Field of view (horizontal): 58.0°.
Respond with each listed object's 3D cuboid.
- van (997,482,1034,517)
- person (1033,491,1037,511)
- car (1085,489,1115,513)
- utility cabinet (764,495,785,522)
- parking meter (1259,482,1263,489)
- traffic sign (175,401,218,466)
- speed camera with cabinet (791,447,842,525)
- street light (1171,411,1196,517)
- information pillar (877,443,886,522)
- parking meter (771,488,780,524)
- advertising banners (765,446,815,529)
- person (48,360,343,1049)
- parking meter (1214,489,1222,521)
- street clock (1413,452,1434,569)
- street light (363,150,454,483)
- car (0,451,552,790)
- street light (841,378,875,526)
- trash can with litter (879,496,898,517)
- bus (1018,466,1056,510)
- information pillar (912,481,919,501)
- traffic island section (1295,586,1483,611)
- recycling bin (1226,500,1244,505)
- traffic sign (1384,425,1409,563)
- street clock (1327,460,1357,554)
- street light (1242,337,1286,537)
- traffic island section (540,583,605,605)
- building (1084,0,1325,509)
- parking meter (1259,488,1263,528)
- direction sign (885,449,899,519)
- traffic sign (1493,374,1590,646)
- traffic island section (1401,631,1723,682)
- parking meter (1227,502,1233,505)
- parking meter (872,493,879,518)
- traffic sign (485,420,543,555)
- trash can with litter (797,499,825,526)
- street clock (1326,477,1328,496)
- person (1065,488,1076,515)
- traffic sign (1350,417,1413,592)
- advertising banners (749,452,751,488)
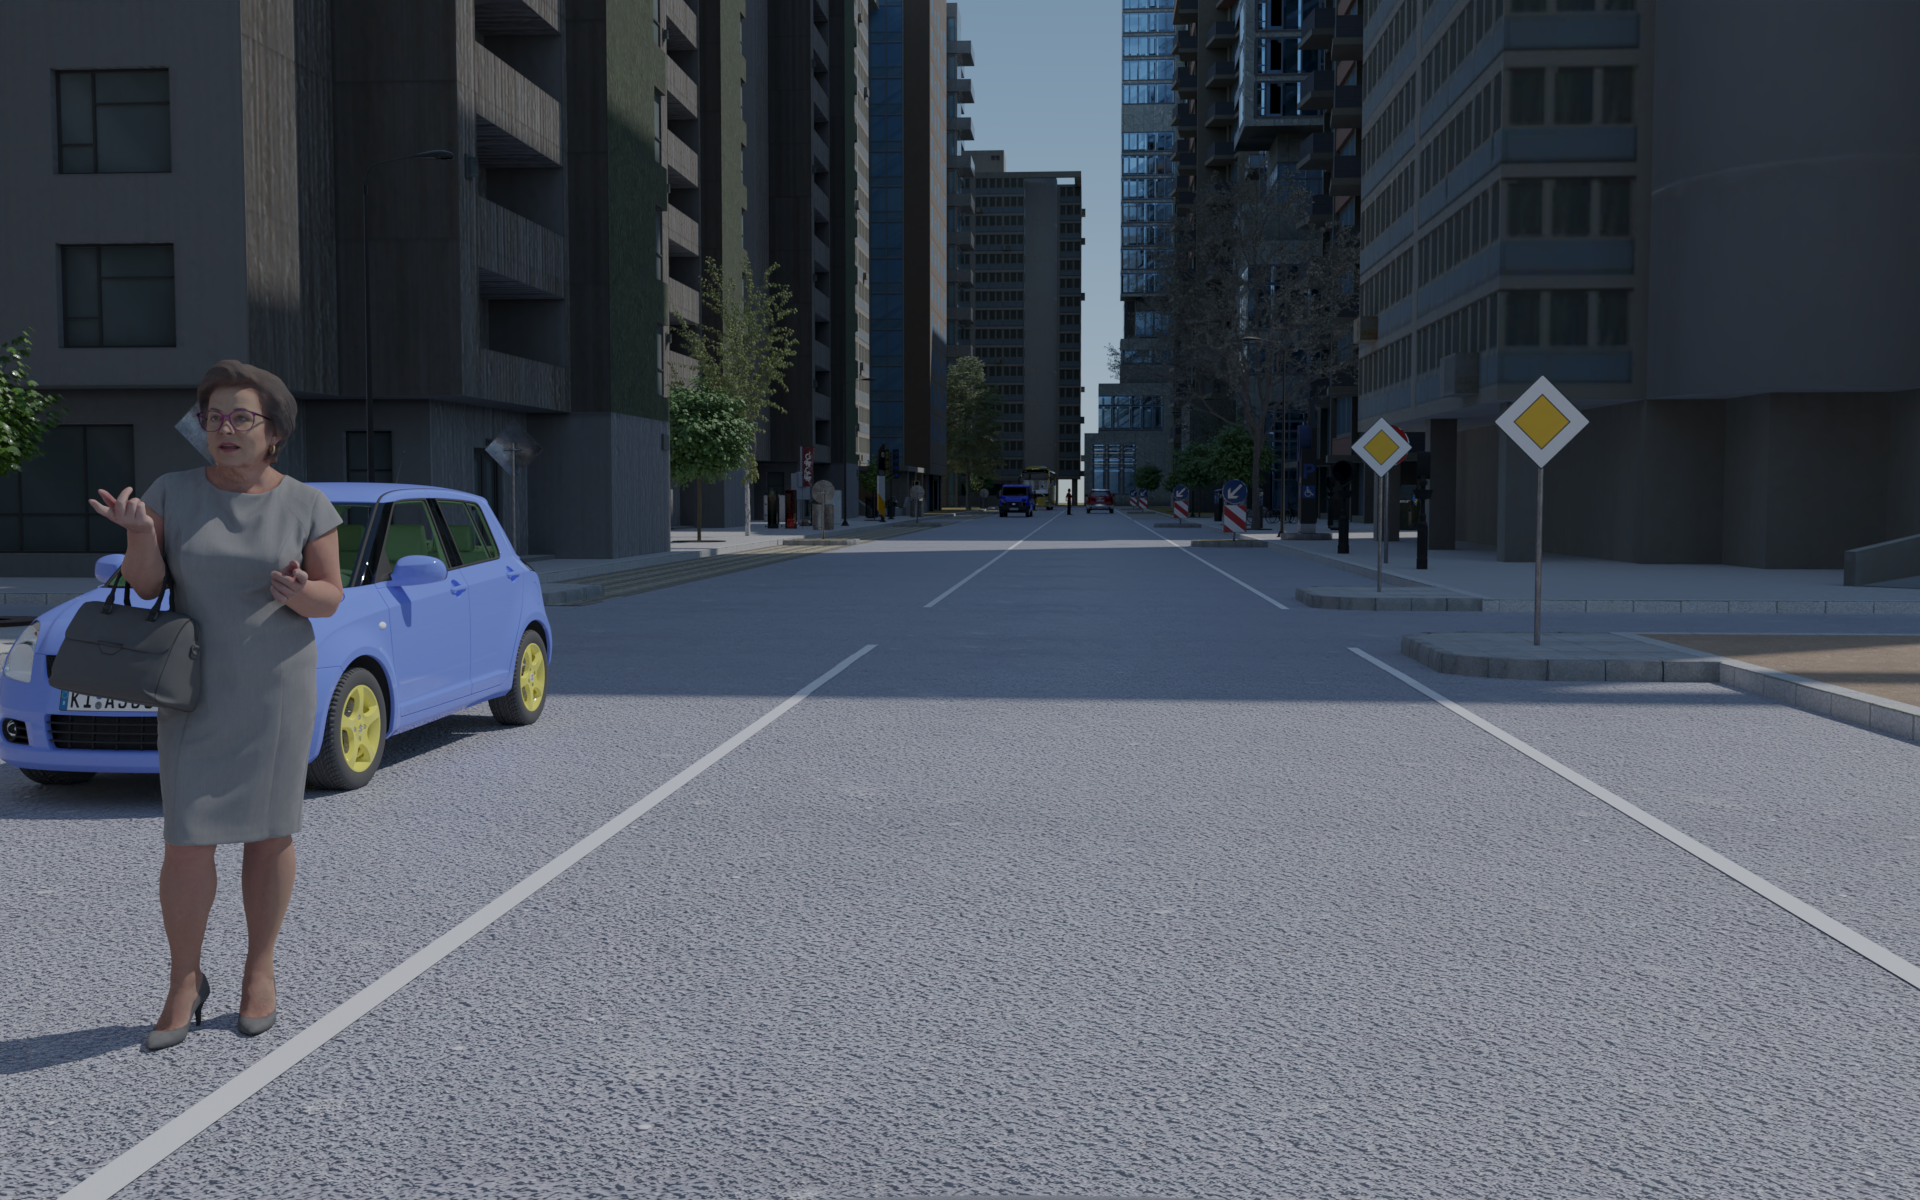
[{"bbox_3d":[3.533,-6.352,108.246,2.240,2.365,5.245,0,4,6],"label":"van"},{"bbox_3d":[6.425,-8.403,146.709,0.721,1.723,1.217,0,4,7],"label":"person"},{"bbox_3d":[10.472,-7.391,129.515,2.281,1.827,5.304,0,4,4],"label":"car"},{"bbox_3d":[-8.444,-4.158,79.146,1.020,1.237,0.306,-1,4,-14],"label":"utility cabinet"},{"bbox_3d":[14.138,-4.642,81.605,0.255,1.863,0.399,0,4,2],"label":"parking meter"},{"bbox_3d":[-6.626,-0.724,15.485,0.795,2.450,0.064,0,4,4],"label":"traffic sign"},{"bbox_3d":[-6.028,-4.791,72.669,2.038,3.252,0.660,-1,4,-21],"label":"speed camera with cabinet"},{"bbox_3d":[12.521,-7.616,97.066,1.470,5.913,1.316,0,4,4],"label":"street light"},{"bbox_3d":[-3.576,-5.343,78.716,0.183,3.616,0.504,2,4,34],"label":"information pillar"},{"bbox_3d":[-7.937,-4.033,74.344,0.372,1.533,0.369,0,3,0],"label":"parking meter"},{"bbox_3d":[-6.277,-4.146,63.973,2.074,3.025,0.090,1,4,23],"label":"advertising banners"},{"bbox_3d":[-1.983,0.266,4.513,0.716,1.782,0.532,-1,4,-17],"label":"person"},{"bbox_3d":[12.098,-4.448,81.129,0.372,1.533,0.369,0,3,0],"label":"parking meter"},{"bbox_3d":[7.887,-1.525,29.510,0.358,2.002,0.471,1,4,15],"label":"street clock"},{"bbox_3d":[-7.527,-3.122,23.591,1.470,5.913,1.316,0,4,4],"label":"street light"},{"bbox_3d":[-3.608,0.001,9.569,1.945,1.707,3.694,0,4,6],"label":"car"},{"bbox_3d":[-4.076,-5.920,69.338,1.470,5.913,1.316,0,4,4],"label":"street light"},{"bbox_3d":[-4.005,-5.154,95.659,1.055,1.170,0.624,-2,4,-26],"label":"trash can with litter"},{"bbox_3d":[7.009,-9.962,154.424,2.896,3.916,12.252,0,4,6],"label":"bus"},{"bbox_3d":[-2.412,-5.532,94.939,0.304,2.012,0.304,-2,4,-23],"label":"information pillar"},{"bbox_3d":[5.500,-0.023,22.652,2.009,0.180,2.903,0,4,4],"label":"traffic island section"},{"bbox_3d":[12.725,-4.136,80.182,0.722,1.027,0.722,0,4,-3],"label":"recycling bin"},{"bbox_3d":[7.887,-1.950,31.995,0.768,2.556,0.104,1,4,9],"label":"traffic sign"},{"bbox_3d":[8.251,-1.997,37.215,0.471,2.002,0.358,3,4,38],"label":"street clock"},{"bbox_3d":[9.033,-4.818,51.322,1.470,5.913,1.316,0,4,4],"label":"street light"},{"bbox_3d":[-6.059,-0.075,23.511,2.009,0.180,2.903,0,4,4],"label":"traffic island section"},{"bbox_3d":[29.356,-53.664,190.076,31.000,86.520,22.319,0,4,4],"label":"building"},{"bbox_3d":[11.173,-3.457,64.926,0.372,1.533,0.369,0,3,0],"label":"parking meter"},{"bbox_3d":[-3.494,-5.855,87.731,0.876,3.537,0.379,1,4,23],"label":"direction sign"},{"bbox_3d":[4.885,-0.671,14.614,0.795,2.450,0.064,0,4,4],"label":"traffic sign"},{"bbox_3d":[4.910,0.464,14.689,2.009,0.180,2.903,0,4,4],"label":"traffic island section"},{"bbox_3d":[10.220,-3.473,65.200,0.372,1.533,0.369,0,3,0],"label":"parking meter"},{"bbox_3d":[-4.613,-5.425,94.415,0.255,1.863,0.399,1,4,16],"label":"parking meter"},{"bbox_3d":[-6.035,-1.211,23.448,0.795,2.450,0.064,0,4,4],"label":"traffic sign"},{"bbox_3d":[-5.936,-3.535,69.181,1.055,1.170,0.624,-3,4,-38],"label":"trash can with litter"},{"bbox_3d":[15.190,-4.062,70.990,0.358,2.002,0.471,0,4,-7],"label":"street clock"},{"bbox_3d":[7.502,-6.732,118.502,0.705,1.831,1.348,-2,4,-24],"label":"person"},{"bbox_3d":[5.476,-1.158,22.577,0.795,2.450,0.064,0,4,4],"label":"traffic sign"},{"bbox_3d":[-8.968,-4.635,71.967,0.090,3.025,2.074,1,4,10],"label":"advertising banners"}]
